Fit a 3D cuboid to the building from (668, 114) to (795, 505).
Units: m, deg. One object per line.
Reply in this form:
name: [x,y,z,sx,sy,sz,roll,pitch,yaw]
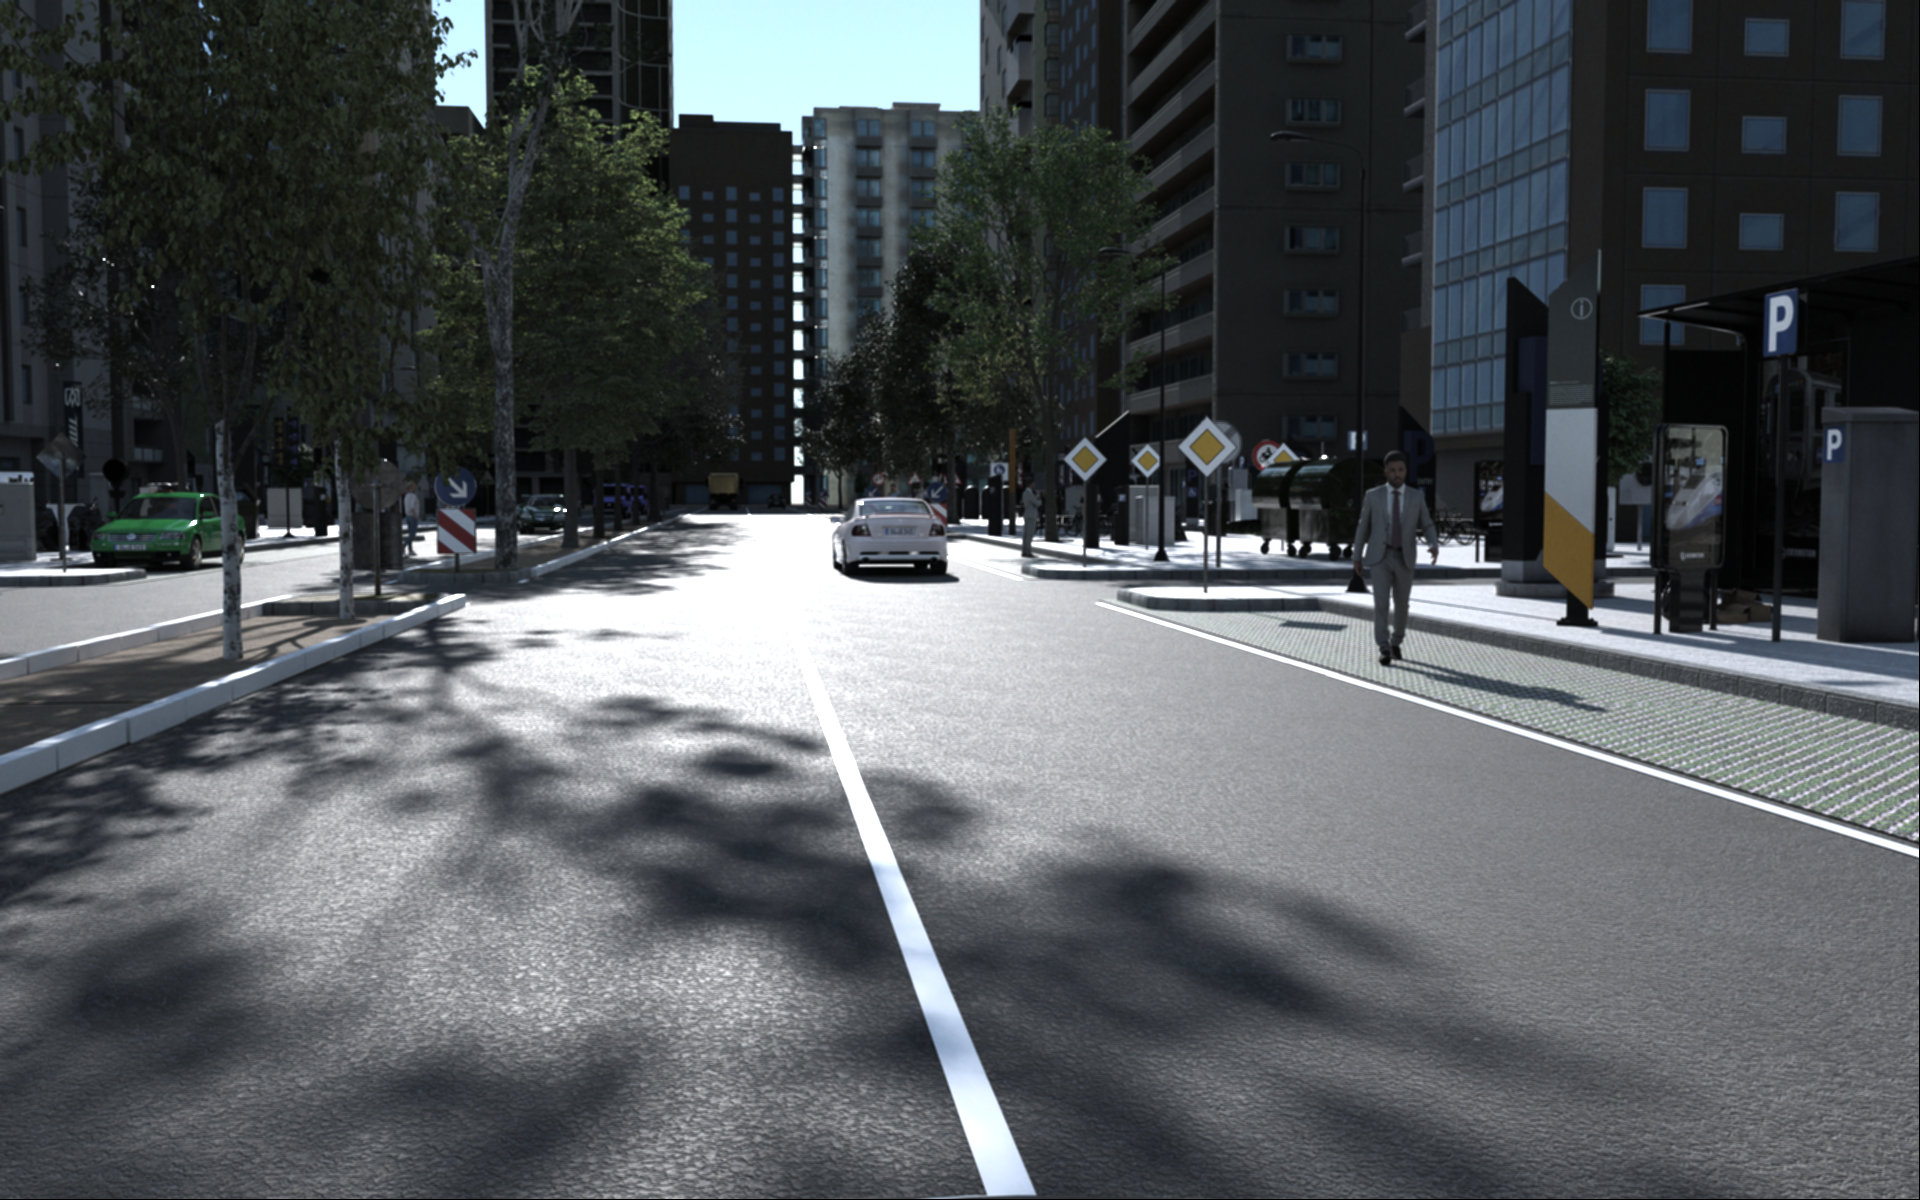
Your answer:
building: [-27.323,-34.123,208.018,14.200,45.320,14.600,0,4,-7]

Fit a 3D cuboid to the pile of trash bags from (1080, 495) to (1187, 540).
pile of trash bags: [4.716,-2.365,48.428,1.912,1.369,3.447,-3,5,-45]

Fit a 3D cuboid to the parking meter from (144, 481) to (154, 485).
parking meter: [-37.474,-4.550,80.096,0.399,1.863,0.255,1,4,19]

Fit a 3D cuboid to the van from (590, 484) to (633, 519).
van: [-20.033,-5.843,99.919,2.240,2.365,5.245,0,4,-7]

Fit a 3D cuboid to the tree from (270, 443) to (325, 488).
tree: [-38.230,-7.072,99.348,4.285,4.588,4.351,0,3,0]

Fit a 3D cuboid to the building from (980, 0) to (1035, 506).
building: [16.788,-34.661,155.949,28.713,52.752,27.495,0,4,-7]

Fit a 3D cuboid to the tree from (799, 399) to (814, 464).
tree: [-5.361,-12.061,114.208,9.611,12.733,9.660,0,3,0]

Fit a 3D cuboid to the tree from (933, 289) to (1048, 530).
tree: [1.263,-6.790,61.373,4.360,8.622,3.978,0,3,0]

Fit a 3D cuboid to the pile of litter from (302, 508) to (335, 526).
pile of litter: [-26.006,-3.424,69.947,1.176,0.858,1.719,3,5,41]

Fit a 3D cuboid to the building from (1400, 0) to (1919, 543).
building: [22.807,-24.562,51.694,14.200,45.320,14.600,0,4,-7]

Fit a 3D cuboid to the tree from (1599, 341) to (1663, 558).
tree: [12.939,-3.162,35.406,4.285,4.588,4.351,0,3,0]

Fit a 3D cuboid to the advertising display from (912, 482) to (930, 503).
advertising display: [-2.054,-5.287,91.655,0.974,1.923,0.123,-2,4,-23]

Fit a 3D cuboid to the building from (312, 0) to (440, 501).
building: [-59.938,-34.078,146.407,27.495,52.752,28.713,0,4,-7]

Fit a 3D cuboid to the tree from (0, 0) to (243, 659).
tree: [-6.227,-3.773,14.514,4.737,8.622,4.395,0,3,0]

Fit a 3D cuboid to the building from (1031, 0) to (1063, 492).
building: [12.396,-27.513,133.430,14.154,41.232,14.086,0,4,-7]

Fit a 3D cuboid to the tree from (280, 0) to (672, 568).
tree: [-10.012,-10.701,33.310,12.611,20.169,13.585,0,3,0]

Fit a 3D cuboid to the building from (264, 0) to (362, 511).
building: [-52.822,-48.981,113.507,22.319,86.520,31.000,0,4,-7]

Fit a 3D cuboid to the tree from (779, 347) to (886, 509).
tree: [-10.198,-14.366,145.248,12.009,13.543,11.850,0,3,0]

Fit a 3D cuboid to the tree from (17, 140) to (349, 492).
tree: [-19.880,-6.723,44.332,8.767,10.594,7.601,-1,4,-13]

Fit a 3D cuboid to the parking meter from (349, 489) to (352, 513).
parking meter: [-28.373,-4.392,80.220,0.372,1.533,0.369,0,3,0]

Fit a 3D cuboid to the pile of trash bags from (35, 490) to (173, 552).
pile of trash bags: [-19.639,-1.814,39.409,3.447,1.369,1.912,-1,4,-22]

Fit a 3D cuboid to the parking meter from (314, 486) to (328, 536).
parking meter: [-19.414,-2.703,52.609,0.372,1.533,0.369,0,3,0]

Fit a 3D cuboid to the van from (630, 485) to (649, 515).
van: [-22.633,-7.049,119.630,2.240,2.365,5.245,0,4,-7]

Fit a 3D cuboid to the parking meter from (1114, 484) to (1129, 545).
parking meter: [4.069,-2.150,43.559,0.372,1.533,0.369,0,3,0]

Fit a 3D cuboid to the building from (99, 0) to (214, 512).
building: [-46.826,-24.590,85.647,14.154,41.232,14.086,0,4,-7]

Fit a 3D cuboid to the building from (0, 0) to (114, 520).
building: [-44.330,-31.444,56.109,21.231,58.520,28.212,0,4,-7]

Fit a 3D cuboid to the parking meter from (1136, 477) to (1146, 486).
parking meter: [6.171,-3.239,58.676,0.399,1.863,0.255,0,4,6]

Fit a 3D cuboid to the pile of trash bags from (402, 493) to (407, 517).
pile of trash bags: [-31.519,-5.361,97.404,1.912,1.369,3.447,0,4,-7]

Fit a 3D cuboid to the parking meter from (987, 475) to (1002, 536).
parking meter: [1.065,-2.902,53.161,0.399,1.863,0.255,3,5,41]

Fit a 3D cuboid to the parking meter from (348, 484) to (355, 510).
parking meter: [-35.182,-5.777,100.168,0.255,1.863,0.399,1,4,10]

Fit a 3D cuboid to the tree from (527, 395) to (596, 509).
tree: [-32.613,-13.135,149.166,8.767,10.594,7.601,-2,4,-31]

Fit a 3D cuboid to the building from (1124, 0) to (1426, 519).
building: [21.590,-28.746,93.706,21.300,48.544,21.600,0,4,-7]

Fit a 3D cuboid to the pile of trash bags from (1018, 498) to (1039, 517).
pile of trash bags: [4.854,-5.327,96.841,3.447,1.369,1.912,1,4,14]

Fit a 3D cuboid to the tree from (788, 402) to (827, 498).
tree: [-14.360,-15.594,180.713,9.928,11.665,9.643,0,3,0]

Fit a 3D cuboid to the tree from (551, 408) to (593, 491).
tree: [-30.673,-11.510,138.544,4.360,8.622,3.978,0,3,0]

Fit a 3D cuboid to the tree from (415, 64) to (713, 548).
tree: [-10.489,-7.671,46.011,7.486,12.596,7.792,0,3,0]

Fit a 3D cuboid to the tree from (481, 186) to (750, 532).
tree: [-13.128,-9.381,66.201,12.009,13.543,11.850,0,3,0]

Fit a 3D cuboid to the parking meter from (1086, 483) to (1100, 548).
parking meter: [3.130,-2.004,41.179,0.372,1.533,0.369,0,3,0]

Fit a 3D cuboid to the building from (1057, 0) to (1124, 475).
building: [14.859,-28.702,119.387,14.600,45.320,14.200,0,4,-7]

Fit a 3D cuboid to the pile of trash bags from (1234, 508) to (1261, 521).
pile of trash bags: [10.891,-3.415,65.583,3.447,1.369,1.912,-1,4,-19]

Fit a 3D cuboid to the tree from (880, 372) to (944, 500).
tree: [-2.055,-8.402,87.738,4.737,8.622,4.395,0,3,0]

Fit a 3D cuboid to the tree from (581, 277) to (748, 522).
tree: [-15.761,-10.372,89.053,9.611,12.733,9.660,0,3,0]

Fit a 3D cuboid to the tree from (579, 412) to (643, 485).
tree: [-35.957,-16.674,179.268,9.857,13.997,8.962,0,3,0]

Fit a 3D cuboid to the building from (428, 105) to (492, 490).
building: [-67.229,-35.617,206.031,21.600,48.544,21.300,0,4,-7]

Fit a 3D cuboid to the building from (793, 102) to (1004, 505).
building: [-5.672,-36.395,214.667,30.456,49.044,23.786,0,4,-7]

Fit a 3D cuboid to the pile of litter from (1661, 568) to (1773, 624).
pile of litter: [7.852,-0.235,17.804,1.719,0.858,1.176,-3,4,-39]

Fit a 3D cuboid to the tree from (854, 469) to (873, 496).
tree: [-7.566,-8.310,130.463,1.663,3.219,1.824,0,3,0]

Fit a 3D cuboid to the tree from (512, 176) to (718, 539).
tree: [-11.500,-7.775,55.328,9.928,11.665,9.643,0,3,0]

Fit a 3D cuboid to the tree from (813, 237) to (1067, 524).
tree: [-0.373,-9.649,74.775,9.611,12.733,9.660,0,3,0]

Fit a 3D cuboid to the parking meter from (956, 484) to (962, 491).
parking meter: [-0.135,-5.523,96.018,0.399,1.863,0.255,-2,4,-31]

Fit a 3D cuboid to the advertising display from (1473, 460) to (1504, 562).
advertising display: [10.104,-1.685,32.769,0.974,1.923,0.123,-2,4,-31]

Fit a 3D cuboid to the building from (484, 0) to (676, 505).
building: [-44.933,-47.065,207.760,20.611,71.187,20.563,0,4,-7]

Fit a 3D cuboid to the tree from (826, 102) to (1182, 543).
tree: [2.365,-7.366,46.188,9.928,11.665,9.643,0,3,0]
